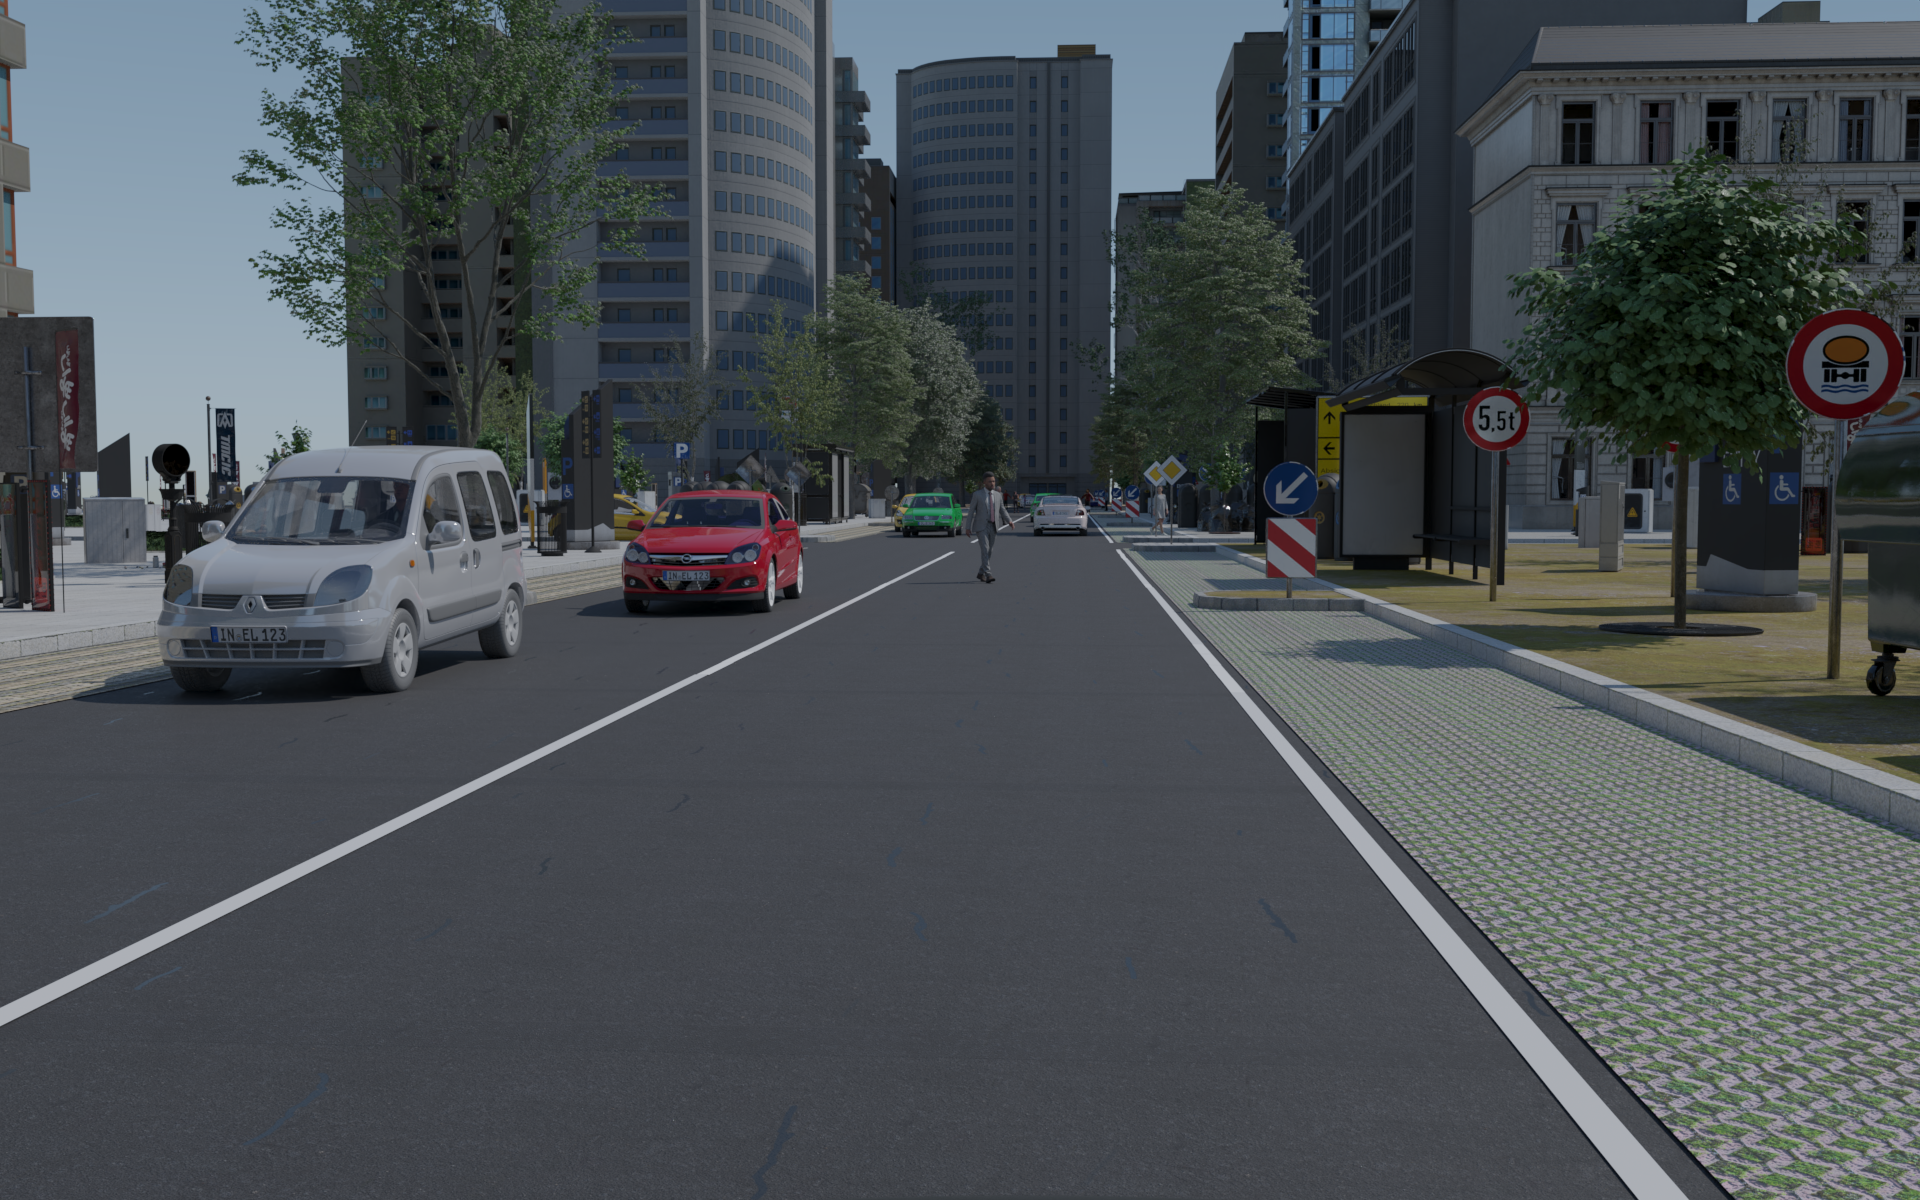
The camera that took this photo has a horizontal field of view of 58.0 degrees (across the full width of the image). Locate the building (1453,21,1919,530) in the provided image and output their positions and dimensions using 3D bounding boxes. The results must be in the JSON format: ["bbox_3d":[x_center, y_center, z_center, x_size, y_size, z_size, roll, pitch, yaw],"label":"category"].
[{"bbox_3d":[29.730,-12.335,66.297,19.286,19.102,10.561,0,4,4],"label":"building"}]

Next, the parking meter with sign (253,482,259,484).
[{"bbox_3d":[-43.492,-6.804,107.512,1.738,3.016,0.543,0,4,-5],"label":"parking meter with sign"}]

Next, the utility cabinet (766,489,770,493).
[{"bbox_3d":[-8.146,-4.182,77.049,0.318,1.500,1.173,-3,5,-40],"label":"utility cabinet"}]

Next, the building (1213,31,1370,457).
[{"bbox_3d":[37.850,-33.957,178.900,21.300,48.544,21.600,0,4,4],"label":"building"}]

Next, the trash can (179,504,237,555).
[{"bbox_3d":[-10.513,-0.770,24.240,0.748,1.137,0.748,0,3,0],"label":"trash can"}]

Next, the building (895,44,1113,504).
[{"bbox_3d":[5.905,-42.165,231.392,28.212,58.520,21.231,0,4,4],"label":"building"}]

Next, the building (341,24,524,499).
[{"bbox_3d":[-50.916,-34.291,184.363,21.600,48.544,21.300,0,4,4],"label":"building"}]

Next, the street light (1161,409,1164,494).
[{"bbox_3d":[10.228,-7.030,87.724,0.468,5.910,1.993,0,4,4],"label":"street light"}]

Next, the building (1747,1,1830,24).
[{"bbox_3d":[77.320,-33.802,176.362,21.600,48.544,21.300,0,4,4],"label":"building"}]

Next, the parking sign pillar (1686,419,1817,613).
[{"bbox_3d":[8.803,-1.886,19.302,1.447,3.967,1.447,-1,4,-9],"label":"parking sign pillar"}]

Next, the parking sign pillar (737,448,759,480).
[{"bbox_3d":[-12.229,-6.822,100.018,1.447,3.967,1.447,0,4,-7],"label":"parking sign pillar"}]

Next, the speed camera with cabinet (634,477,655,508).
[{"bbox_3d":[-19.319,-6.745,104.612,0.660,3.252,2.038,2,4,32],"label":"speed camera with cabinet"}]

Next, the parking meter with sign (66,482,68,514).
[{"bbox_3d":[-59.194,-7.210,114.145,1.738,3.016,0.543,2,4,26],"label":"parking meter with sign"}]

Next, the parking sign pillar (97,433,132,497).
[{"bbox_3d":[-36.995,-5.337,75.735,1.447,3.967,1.447,-3,4,-39],"label":"parking sign pillar"}]

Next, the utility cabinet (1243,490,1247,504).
[{"bbox_3d":[14.241,-4.712,85.725,1.173,1.500,0.318,-3,5,-43],"label":"utility cabinet"}]

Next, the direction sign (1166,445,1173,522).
[{"bbox_3d":[9.564,-5.309,78.794,0.379,3.537,0.876,1,4,20],"label":"direction sign"}]

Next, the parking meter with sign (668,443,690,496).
[{"bbox_3d":[-9.730,-3.868,59.511,0.543,3.016,1.738,-1,4,-21],"label":"parking meter with sign"}]

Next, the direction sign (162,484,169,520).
[{"bbox_3d":[-39.883,-5.806,86.919,0.379,3.537,0.876,-1,4,-19],"label":"direction sign"}]

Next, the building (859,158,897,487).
[{"bbox_3d":[-15.703,-35.489,230.350,14.200,45.320,14.600,0,4,4],"label":"building"}]

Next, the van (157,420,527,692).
[{"bbox_3d":[-4.790,-0.419,13.865,2.013,2.044,4.112,0,4,2],"label":"van"}]

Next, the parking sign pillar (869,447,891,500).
[{"bbox_3d":[-4.550,-6.748,98.798,1.447,3.967,1.447,-3,5,-41],"label":"parking sign pillar"}]

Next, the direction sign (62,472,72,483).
[{"bbox_3d":[-47.172,-6.072,91.278,0.379,3.537,0.876,1,4,20],"label":"direction sign"}]

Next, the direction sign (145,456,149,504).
[{"bbox_3d":[-48.565,-6.821,103.514,0.379,3.537,0.876,-2,4,-34],"label":"direction sign"}]

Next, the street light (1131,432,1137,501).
[{"bbox_3d":[12.702,-9.397,126.428,0.468,5.910,1.993,0,4,4],"label":"street light"}]

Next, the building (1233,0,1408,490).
[{"bbox_3d":[36.937,-51.304,151.495,22.319,86.520,31.000,0,4,4],"label":"building"}]

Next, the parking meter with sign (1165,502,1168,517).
[{"bbox_3d":[12.162,-6.124,96.392,1.738,3.016,0.543,0,4,-6],"label":"parking meter with sign"}]

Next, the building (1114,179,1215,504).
[{"bbox_3d":[27.382,-33.253,227.283,14.086,41.232,14.154,0,4,4],"label":"building"}]

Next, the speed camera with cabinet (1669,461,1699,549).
[{"bbox_3d":[17.556,-2.869,41.237,0.660,3.252,2.038,2,4,35],"label":"speed camera with cabinet"}]

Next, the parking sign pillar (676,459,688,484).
[{"bbox_3d":[-15.326,-6.544,95.465,1.447,3.967,1.447,-1,4,-18],"label":"parking sign pillar"}]

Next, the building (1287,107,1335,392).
[{"bbox_3d":[29.779,-19.538,112.959,14.314,27.812,24.014,0,4,4],"label":"building"}]

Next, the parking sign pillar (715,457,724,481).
[{"bbox_3d":[-17.484,-8.402,125.844,1.447,3.967,1.447,-1,4,-17],"label":"parking sign pillar"}]

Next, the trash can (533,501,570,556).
[{"bbox_3d":[-8.433,-1.476,35.784,0.748,1.137,0.748,0,3,0],"label":"trash can"}]

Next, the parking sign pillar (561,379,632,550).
[{"bbox_3d":[-8.651,-3.166,40.233,1.447,3.967,1.447,2,4,32],"label":"parking sign pillar"}]

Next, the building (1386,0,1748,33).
[{"bbox_3d":[28.394,-18.075,89.028,14.314,27.812,24.014,0,4,4],"label":"building"}]

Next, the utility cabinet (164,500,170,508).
[{"bbox_3d":[-48.626,-5.985,106.530,0.318,1.500,1.173,-1,4,-8],"label":"utility cabinet"}]

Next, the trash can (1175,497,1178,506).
[{"bbox_3d":[11.335,-4.706,88.594,0.748,1.137,0.748,0,3,0],"label":"trash can"}]

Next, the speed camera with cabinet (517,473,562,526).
[{"bbox_3d":[-16.856,-4.623,69.926,2.038,3.252,0.660,1,4,13],"label":"speed camera with cabinet"}]

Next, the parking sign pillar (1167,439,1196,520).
[{"bbox_3d":[10.889,-5.899,84.923,1.447,3.967,1.447,2,4,33],"label":"parking sign pillar"}]

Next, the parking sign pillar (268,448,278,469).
[{"bbox_3d":[-39.800,-6.866,100.727,1.447,3.967,1.447,-2,4,-35],"label":"parking sign pillar"}]

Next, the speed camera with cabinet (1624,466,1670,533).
[{"bbox_3d":[22.764,-3.826,56.884,2.038,3.252,0.660,2,4,35],"label":"speed camera with cabinet"}]

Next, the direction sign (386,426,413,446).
[{"bbox_3d":[-18.798,-4.048,58.178,0.876,3.537,0.379,-2,4,-30],"label":"direction sign"}]

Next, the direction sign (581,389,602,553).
[{"bbox_3d":[-8.040,-2.804,37.845,0.379,3.537,0.876,-3,4,-39],"label":"direction sign"}]

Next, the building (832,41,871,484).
[{"bbox_3d":[-25.014,-34.370,181.560,30.456,49.044,23.786,0,4,4],"label":"building"}]

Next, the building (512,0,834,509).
[{"bbox_3d":[-22.805,-36.752,142.896,21.231,58.520,28.212,0,4,4],"label":"building"}]

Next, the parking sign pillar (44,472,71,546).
[{"bbox_3d":[-23.012,-3.345,43.156,1.447,3.967,1.447,1,4,23],"label":"parking sign pillar"}]

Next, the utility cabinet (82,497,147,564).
[{"bbox_3d":[-15.719,-1.287,32.212,1.020,1.237,0.306,-2,4,-34],"label":"utility cabinet"}]

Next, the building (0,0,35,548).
[{"bbox_3d":[-34.481,-10.866,22.694,28.899,21.520,27.650,0,4,4],"label":"building"}]

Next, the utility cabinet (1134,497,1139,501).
[{"bbox_3d":[12.863,-7.015,123.372,1.173,1.500,0.318,-3,5,-43],"label":"utility cabinet"}]
